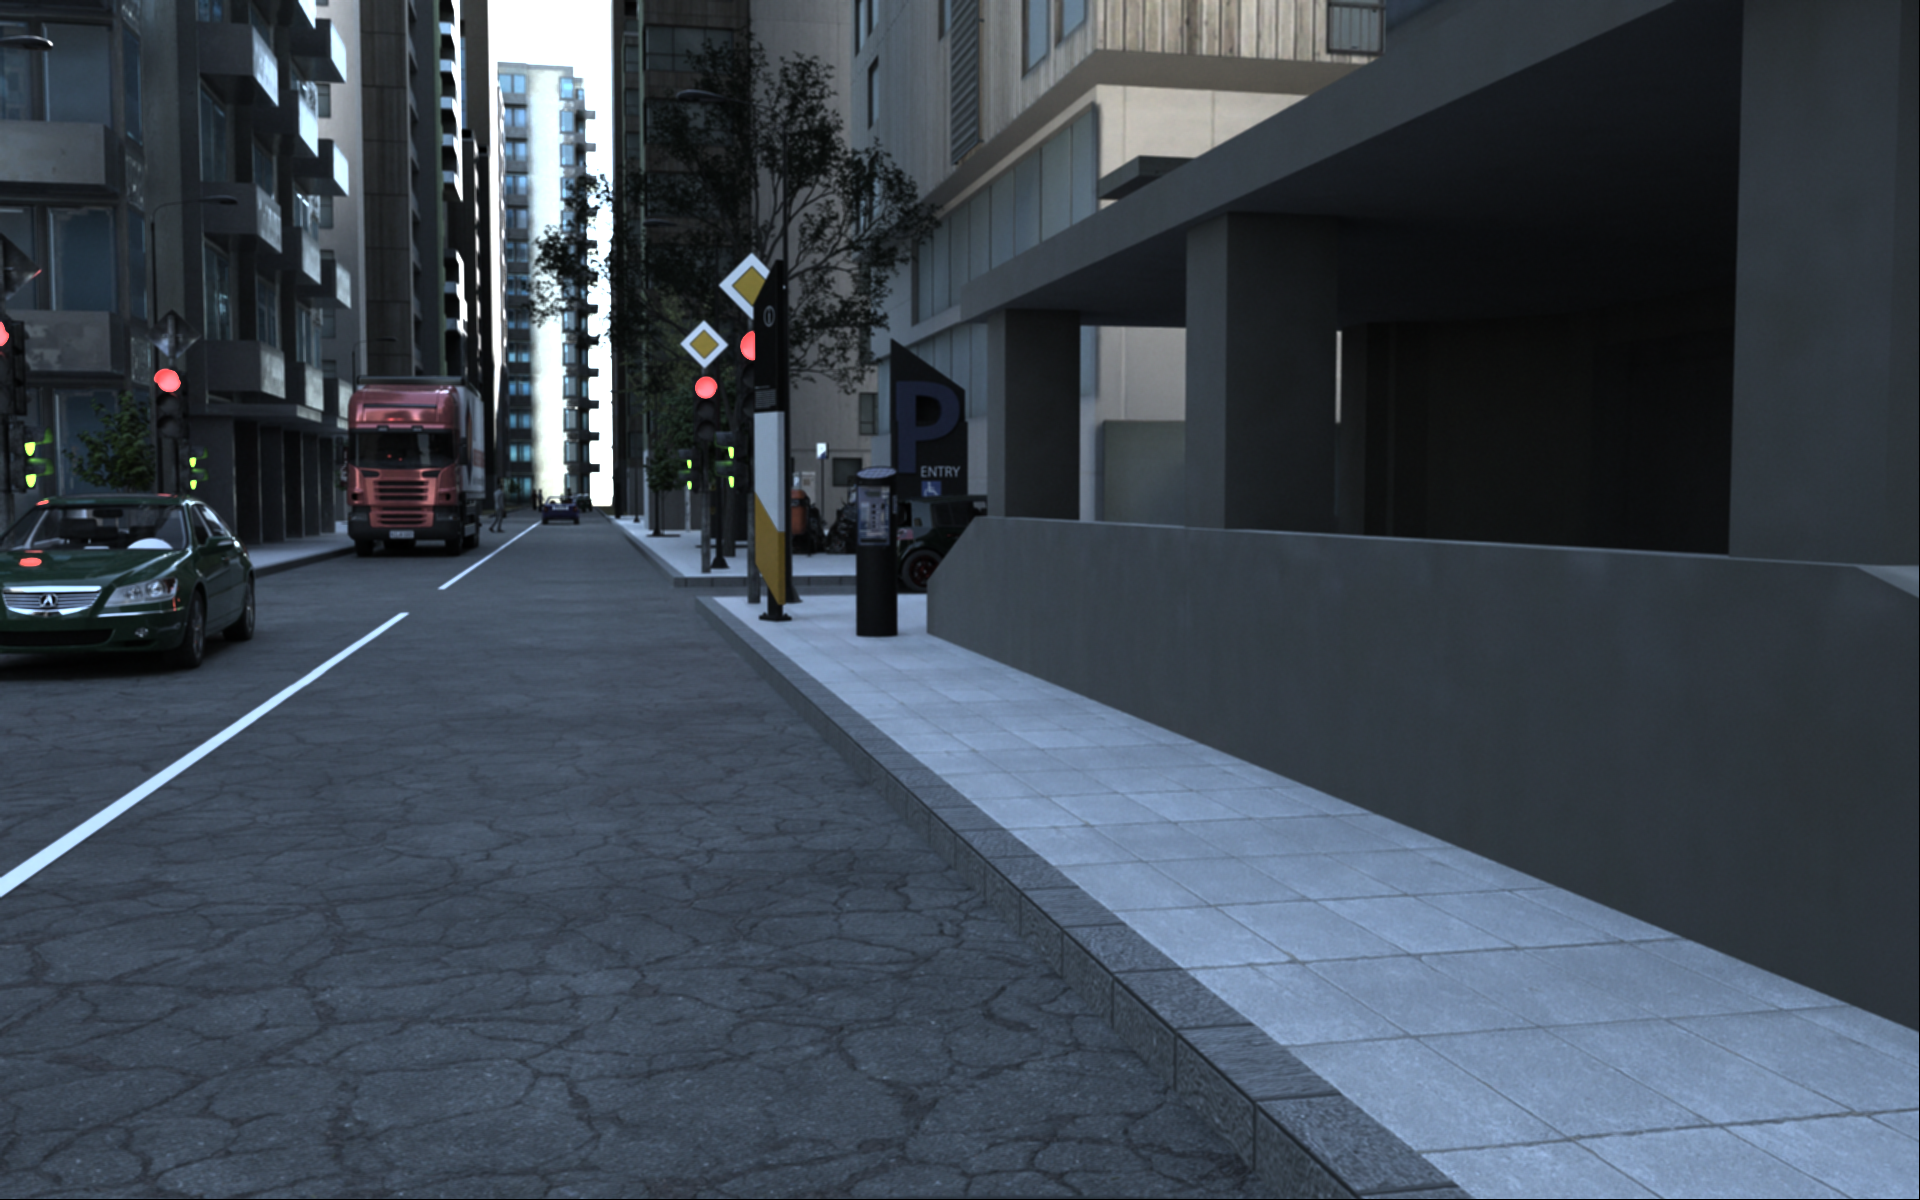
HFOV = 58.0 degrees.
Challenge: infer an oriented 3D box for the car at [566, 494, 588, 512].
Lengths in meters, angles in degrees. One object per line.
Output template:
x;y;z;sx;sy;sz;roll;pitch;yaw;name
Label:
-30.352;-7.608;136.185;2.131;1.459;4.920;-1;4;-12;car

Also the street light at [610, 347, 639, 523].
-9.970;-4.966;53.733;1.470;5.913;1.316;-1;4;-12;street light

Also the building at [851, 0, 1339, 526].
12.064;-27.783;43.493;27.495;52.752;28.713;-1;4;-12;building

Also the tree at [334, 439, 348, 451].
-22.664;-5.110;67.264;4.285;4.588;4.351;0;3;0;tree

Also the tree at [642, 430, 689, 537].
-8.975;-3.519;52.130;1.663;3.219;1.824;0;3;0;tree

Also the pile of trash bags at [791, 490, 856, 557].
-3.015;-1.667;37.004;1.912;1.369;3.447;1;4;13;pile of trash bags

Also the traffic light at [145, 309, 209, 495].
-11.922;-2.289;26.341;0.839;4.253;0.868;-1;4;-12;traffic light

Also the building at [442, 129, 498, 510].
-44.074;-22.268;135.779;14.160;30.474;14.107;-1;4;-12;building

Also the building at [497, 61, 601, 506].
-55.354;-34.922;190.587;30.456;49.044;23.786;-1;4;-12;building

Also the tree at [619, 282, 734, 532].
-9.205;-6.577;57.897;4.737;8.622;4.395;0;3;0;tree

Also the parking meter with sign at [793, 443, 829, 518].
-5.283;-3.808;58.520;1.738;3.016;0.543;-3;5;-43;parking meter with sign

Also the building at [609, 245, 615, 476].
-31.642;-25.716;192.161;14.107;30.474;14.160;-1;4;-12;building

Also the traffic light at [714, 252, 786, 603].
-2.441;-1.916;20.251;0.839;4.253;0.868;-1;4;-12;traffic light

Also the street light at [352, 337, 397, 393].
-17.351;-4.818;51.322;1.470;5.913;1.316;-1;4;-12;street light

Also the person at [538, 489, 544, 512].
-33.688;-7.992;139.153;0.705;1.826;1.348;0;4;3;person

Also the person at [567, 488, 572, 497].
-24.269;-6.045;107.436;0.705;1.812;1.348;-1;4;-20;person

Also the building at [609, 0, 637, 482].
-22.132;-30.327;145.959;14.600;45.320;14.200;-1;4;-12;building

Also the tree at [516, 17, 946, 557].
-4.705;-6.139;34.783;8.767;10.594;7.601;-1;4;-9;tree

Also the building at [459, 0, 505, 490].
-47.151;-30.536;149.375;14.600;45.320;14.200;-1;4;-12;building

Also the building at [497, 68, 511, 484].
-50.295;-29.427;164.727;14.086;41.232;14.154;-1;4;-12;building

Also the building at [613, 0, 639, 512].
-15.372;-42.190;128.062;20.563;71.187;20.611;-1;4;-12;building

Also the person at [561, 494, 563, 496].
-35.391;-8.692;153.871;0.557;1.426;1.065;-1;4;-14;person

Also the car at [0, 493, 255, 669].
-7.525;-0.226;15.496;2.131;1.459;4.920;-1;4;-14;car

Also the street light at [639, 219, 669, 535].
-4.679;-3.488;29.568;1.470;5.913;1.316;-1;4;-12;street light

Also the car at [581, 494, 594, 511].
-31.503;-8.086;143.996;2.131;1.459;4.920;-1;4;-12;car

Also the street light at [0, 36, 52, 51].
-9.923;-2.759;17.645;1.470;5.913;1.316;-1;4;-12;street light

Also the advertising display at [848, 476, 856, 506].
-3.704;-3.425;61.212;0.123;1.923;0.974;-2;4;-30;advertising display

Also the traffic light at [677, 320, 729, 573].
-4.148;-2.393;28.052;0.839;4.253;0.868;-1;4;-12;traffic light

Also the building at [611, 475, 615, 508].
-17.319;-29.059;166.996;32.217;40.220;23.993;-1;4;-12;building

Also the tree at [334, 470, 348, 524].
-26.238;-4.905;74.806;1.663;3.219;1.824;0;3;0;tree

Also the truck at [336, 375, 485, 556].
-13.499;-3.333;43.412;2.839;4.237;11.283;-1;4;-12;truck

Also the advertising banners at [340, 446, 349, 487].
-22.136;-4.150;64.040;0.090;3.025;2.074;2;4;34;advertising banners

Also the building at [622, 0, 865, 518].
-14.386;-20.743;110.849;14.160;30.474;14.107;-1;4;-12;building

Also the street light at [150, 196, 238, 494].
-11.954;-3.333;27.038;1.470;5.913;1.316;-1;4;-12;street light

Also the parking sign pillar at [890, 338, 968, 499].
-0.536;-2.546;30.093;1.447;3.967;1.447;-1;4;-10;parking sign pillar

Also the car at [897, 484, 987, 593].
0.662;-0.993;26.019;4.222;1.686;2.009;-1;4;-12;car

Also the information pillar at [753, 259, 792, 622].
-1.926;-1.603;17.558;0.183;3.616;0.504;-3;4;-36;information pillar

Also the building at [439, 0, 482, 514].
-42.519;-48.805;110.641;22.319;86.520;31.000;-1;4;-12;building

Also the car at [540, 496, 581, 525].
-19.090;-4.295;82.810;1.945;1.354;3.894;-1;4;-13;car

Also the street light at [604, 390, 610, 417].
-15.058;-6.424;77.567;1.470;5.913;1.316;-1;4;-12;street light

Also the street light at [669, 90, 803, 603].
-2.570;-2.916;20.211;1.470;5.913;1.316;-1;4;-12;street light

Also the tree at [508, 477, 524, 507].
-45.306;-11.058;175.398;1.663;3.219;1.824;0;3;0;tree

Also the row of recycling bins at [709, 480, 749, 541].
-6.392;-2.556;48.901;1.069;1.692;3.534;-1;4;-18;row of recycling bins

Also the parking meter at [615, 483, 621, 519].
-17.960;-5.206;90.830;0.255;1.863;0.399;-1;4;-17;parking meter

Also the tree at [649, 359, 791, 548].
-5.743;-3.547;41.703;4.285;4.588;4.351;0;3;0;tree

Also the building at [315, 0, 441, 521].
-33.326;-24.572;85.354;14.154;41.232;14.086;-1;4;-12;building

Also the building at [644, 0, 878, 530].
-5.608;-18.155;68.531;14.160;30.474;14.107;-1;4;-12;building

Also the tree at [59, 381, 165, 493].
-14.044;-2.128;29.396;1.663;3.219;1.824;0;3;0;tree

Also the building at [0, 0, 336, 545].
-28.185;-25.888;42.881;23.786;49.044;30.456;-1;4;-12;building

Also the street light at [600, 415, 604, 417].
-20.364;-7.884;101.437;1.470;5.913;1.316;-1;4;-12;street light

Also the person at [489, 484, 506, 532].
-17.385;-3.475;65.433;0.709;1.813;0.853;3;4;39;person

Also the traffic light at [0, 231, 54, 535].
-10.215;-1.812;18.540;0.839;4.253;0.868;-1;4;-12;traffic light

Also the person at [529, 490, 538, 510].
-37.727;-8.868;153.454;1.348;1.831;0.705;3;5;44;person

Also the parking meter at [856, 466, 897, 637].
-0.754;-0.445;15.684;0.372;1.533;0.369;0;3;0;parking meter

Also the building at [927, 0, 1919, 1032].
16.913;-19.543;11.405;32.217;40.220;23.993;-1;4;-12;building
